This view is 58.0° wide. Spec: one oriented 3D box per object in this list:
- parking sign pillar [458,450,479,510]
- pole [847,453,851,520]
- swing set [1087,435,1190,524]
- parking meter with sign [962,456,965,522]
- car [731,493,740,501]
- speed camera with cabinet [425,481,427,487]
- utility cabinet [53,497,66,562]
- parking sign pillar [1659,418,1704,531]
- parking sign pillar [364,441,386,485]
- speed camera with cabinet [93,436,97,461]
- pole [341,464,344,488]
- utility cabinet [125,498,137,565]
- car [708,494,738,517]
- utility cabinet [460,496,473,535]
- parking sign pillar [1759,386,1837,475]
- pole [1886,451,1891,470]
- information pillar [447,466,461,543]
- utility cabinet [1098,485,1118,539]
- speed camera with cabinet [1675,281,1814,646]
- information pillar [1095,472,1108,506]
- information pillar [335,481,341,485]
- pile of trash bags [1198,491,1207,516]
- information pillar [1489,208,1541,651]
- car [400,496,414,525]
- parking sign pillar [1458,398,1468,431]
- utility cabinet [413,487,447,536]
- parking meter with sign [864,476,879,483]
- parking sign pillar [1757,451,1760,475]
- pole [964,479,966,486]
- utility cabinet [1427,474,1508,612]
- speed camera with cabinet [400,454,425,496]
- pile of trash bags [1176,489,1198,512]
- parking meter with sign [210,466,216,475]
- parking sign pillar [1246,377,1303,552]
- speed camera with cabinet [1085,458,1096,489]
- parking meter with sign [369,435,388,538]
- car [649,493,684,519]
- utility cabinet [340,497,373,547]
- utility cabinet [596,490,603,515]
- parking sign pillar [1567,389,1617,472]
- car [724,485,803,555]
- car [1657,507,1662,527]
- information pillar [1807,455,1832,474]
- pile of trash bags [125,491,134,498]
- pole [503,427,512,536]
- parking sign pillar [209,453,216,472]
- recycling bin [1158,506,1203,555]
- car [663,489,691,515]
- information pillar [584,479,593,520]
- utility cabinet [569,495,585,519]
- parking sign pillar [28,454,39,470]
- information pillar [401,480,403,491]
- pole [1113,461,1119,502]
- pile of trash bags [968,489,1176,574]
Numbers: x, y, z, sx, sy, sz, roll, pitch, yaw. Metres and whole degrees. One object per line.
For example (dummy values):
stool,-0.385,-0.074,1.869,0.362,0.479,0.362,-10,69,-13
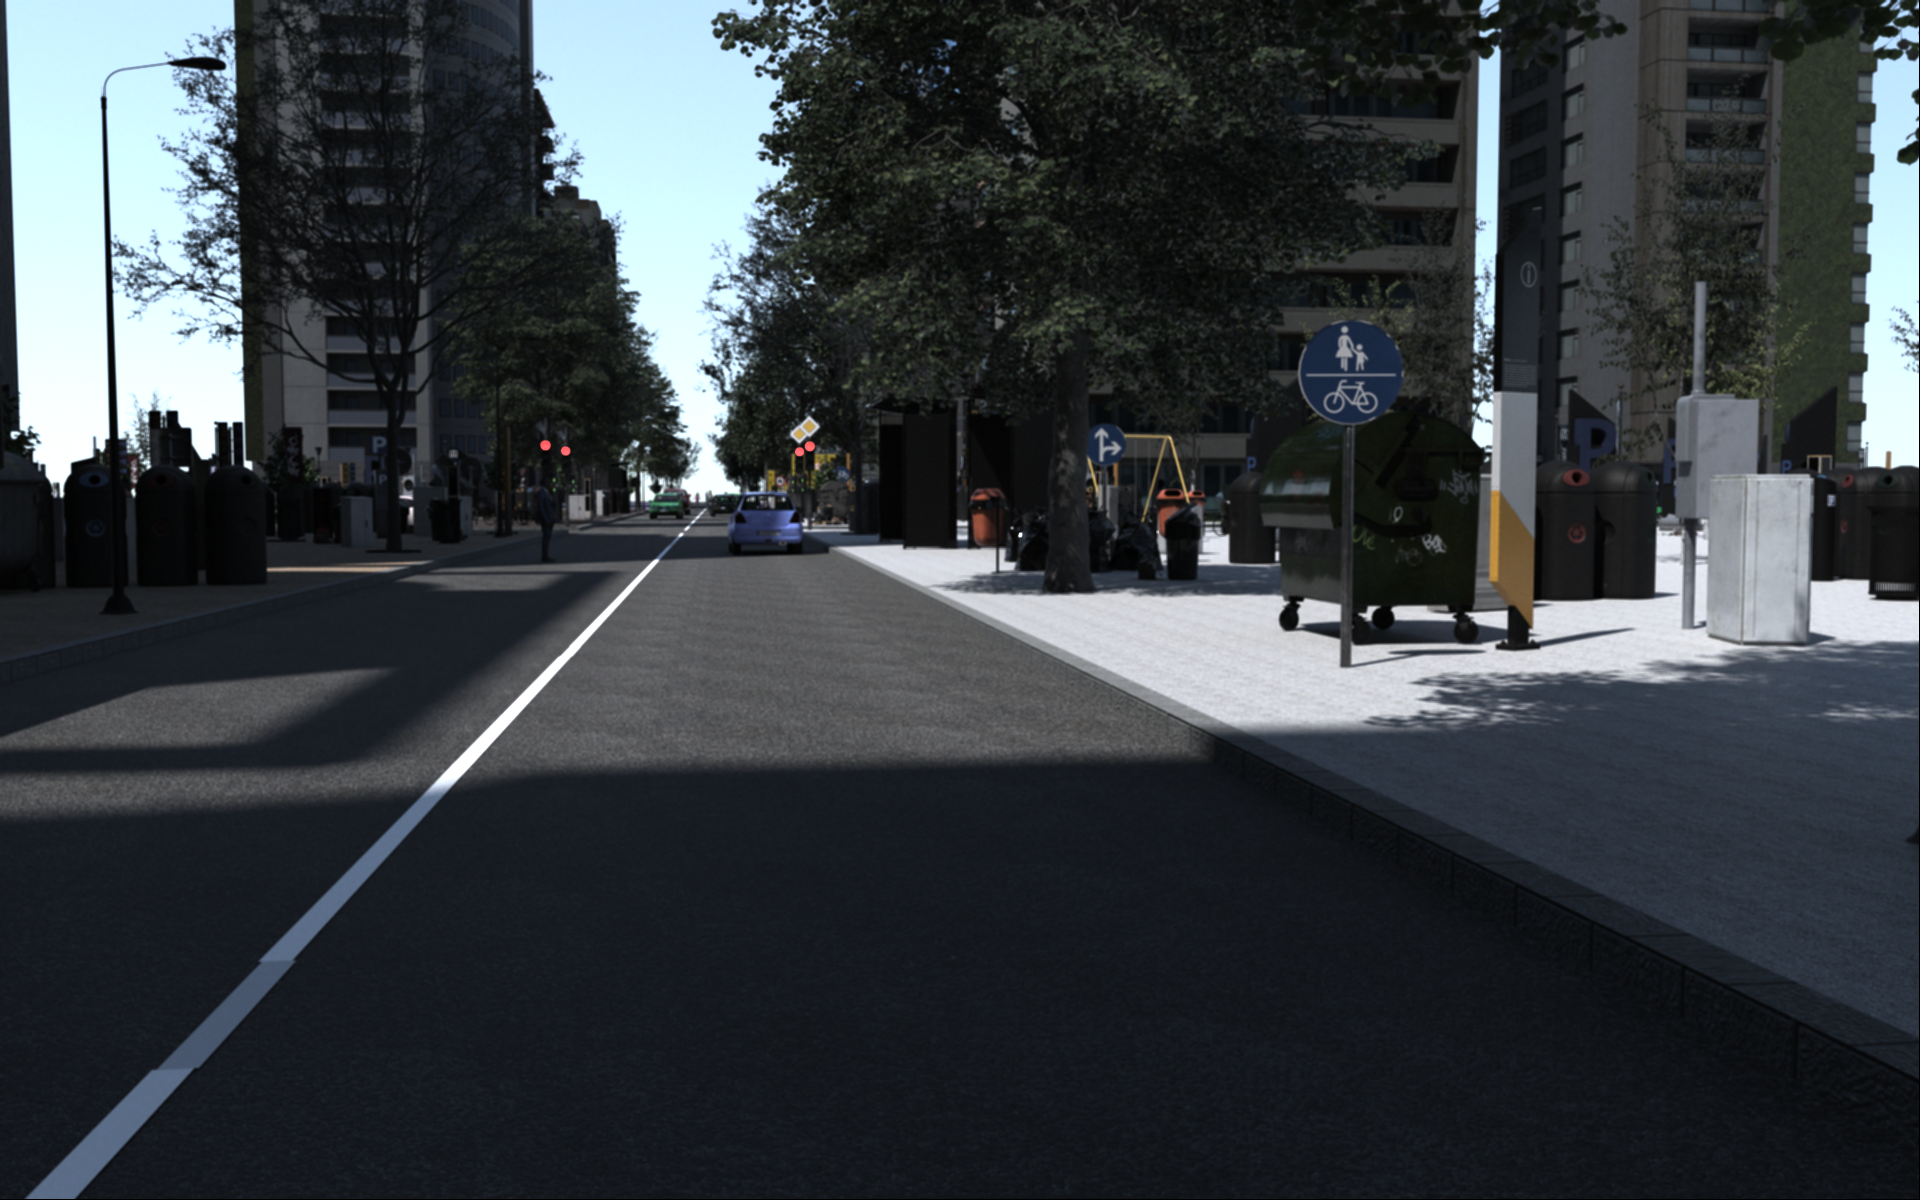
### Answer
parking sign pillar,-28.276,-6.775,99.240,1.447,3.967,1.447,3,5,43
pole,-5.555,-5.668,86.515,0.158,3.312,0.155,0,3,0
swing set,4.487,-2.961,46.024,3.119,2.851,2.862,-2,4,-30
parking meter with sign,-0.668,-5.045,78.754,1.738,3.016,0.543,0,4,-6
car,-16.699,-7.202,126.548,1.959,1.807,4.718,0,4,-8
speed camera with cabinet,-36.631,-7.648,119.374,0.660,3.252,2.038,2,4,35
utility cabinet,-17.404,-1.347,33.188,1.020,1.237,0.306,2,4,27
parking sign pillar,25.225,-4.404,60.475,1.447,3.967,1.447,-2,4,-34
parking sign pillar,-29.703,-6.112,88.403,1.447,3.967,1.447,-1,4,-9
speed camera with cabinet,-28.917,-3.939,58.734,0.660,3.252,2.038,-3,5,-41
pole,-41.711,-7.532,116.985,0.158,3.312,0.155,0,3,0
utility cabinet,-15.362,-1.229,31.248,1.020,1.237,0.306,-3,5,-42
car,-15.073,-6.167,110.609,2.009,1.686,4.222,-1,4,-10
utility cabinet,-15.575,-2.614,53.897,0.306,1.237,1.020,1,4,18
parking sign pillar,21.130,-3.345,43.167,1.447,3.967,1.447,-1,4,-17
pole,44.159,-5.419,82.447,0.158,3.312,0.155,0,3,0
information pillar,-13.357,-2.520,45.700,0.304,2.012,0.304,-1,4,-12
utility cabinet,3.677,-2.093,42.892,0.318,1.500,1.173,1,4,16
speed camera with cabinet,7.006,-1.296,15.526,0.660,3.252,2.038,0,4,7
information pillar,4.625,-3.188,56.616,0.304,2.012,0.304,-2,4,-25
information pillar,-36.273,-5.902,100.994,0.304,2.012,0.304,3,4,38
pile of trash bags,5.471,-2.465,50.056,3.447,1.369,1.912,-1,4,-14
information pillar,4.546,-1.395,14.163,0.504,3.616,0.183,-2,4,-35
car,-20.817,-3.117,63.324,4.827,1.381,2.083,0,4,-8
parking sign pillar,13.614,-3.608,47.464,1.447,3.967,1.447,1,4,22
utility cabinet,-16.020,-2.681,52.515,1.173,1.500,0.318,2,4,26
parking meter with sign,-3.676,-4.692,72.982,1.738,3.016,0.543,-3,5,-39
parking sign pillar,36.284,-5.511,78.574,1.447,3.967,1.447,2,4,31
pole,0.246,-6.318,97.136,0.158,3.312,0.155,0,3,0
utility cabinet,5.644,-0.628,18.953,1.173,1.500,0.318,-2,4,-34
speed camera with cabinet,-27.883,-5.624,86.291,2.038,3.252,0.660,1,4,18
pile of trash bags,2.570,-1.397,32.601,3.447,1.369,1.912,0,4,0
parking meter with sign,-46.820,-6.920,109.404,0.543,3.016,1.738,-1,4,-10
parking sign pillar,7.115,-3.105,39.246,1.447,3.967,1.447,-2,4,-29
speed camera with cabinet,5.151,-5.096,77.651,2.038,3.252,0.660,-1,4,-12
parking meter with sign,-16.984,-3.339,50.862,0.543,3.016,1.738,-1,4,-21
car,-17.090,-5.631,100.855,1.959,1.807,4.718,0,4,-6
utility cabinet,-14.688,-1.899,42.209,0.306,1.237,1.020,1,4,11
utility cabinet,-21.205,-5.758,102.826,0.318,1.500,1.173,-2,4,-34
parking sign pillar,16.358,-3.439,44.696,1.447,3.967,1.447,-1,4,-14
car,-4.775,-1.995,42.209,1.945,1.707,3.694,-1,4,-9
car,26.590,-3.738,69.914,4.718,1.807,1.959,-1,4,-8
information pillar,16.336,-1.742,32.970,0.304,2.012,0.304,-1,4,-21
pile of trash bags,-49.481,-5.872,105.759,3.447,1.369,1.912,3,5,44
pole,-13.770,-3.600,52.703,0.158,3.312,0.155,0,3,0
parking sign pillar,-48.147,-7.632,113.249,1.447,3.967,1.447,-3,5,-42
recycling bin,4.692,-1.490,36.916,0.722,1.027,0.722,-2,4,-27
car,-20.017,-6.911,121.662,2.281,1.827,5.304,0,4,-6
information pillar,-18.173,-4.913,84.824,0.304,2.012,0.304,1,4,15
utility cabinet,-19.567,-4.736,88.602,1.020,1.237,0.306,1,4,13
parking sign pillar,-56.778,-7.186,105.962,1.447,3.967,1.447,-3,5,-42
information pillar,-29.754,-5.408,92.908,0.304,2.012,0.304,-2,4,-34
pole,5.751,-4.283,63.877,0.158,3.312,0.155,0,3,0
pile of trash bags,1.624,-1.168,28.850,3.447,1.369,1.912,-2,4,-35
